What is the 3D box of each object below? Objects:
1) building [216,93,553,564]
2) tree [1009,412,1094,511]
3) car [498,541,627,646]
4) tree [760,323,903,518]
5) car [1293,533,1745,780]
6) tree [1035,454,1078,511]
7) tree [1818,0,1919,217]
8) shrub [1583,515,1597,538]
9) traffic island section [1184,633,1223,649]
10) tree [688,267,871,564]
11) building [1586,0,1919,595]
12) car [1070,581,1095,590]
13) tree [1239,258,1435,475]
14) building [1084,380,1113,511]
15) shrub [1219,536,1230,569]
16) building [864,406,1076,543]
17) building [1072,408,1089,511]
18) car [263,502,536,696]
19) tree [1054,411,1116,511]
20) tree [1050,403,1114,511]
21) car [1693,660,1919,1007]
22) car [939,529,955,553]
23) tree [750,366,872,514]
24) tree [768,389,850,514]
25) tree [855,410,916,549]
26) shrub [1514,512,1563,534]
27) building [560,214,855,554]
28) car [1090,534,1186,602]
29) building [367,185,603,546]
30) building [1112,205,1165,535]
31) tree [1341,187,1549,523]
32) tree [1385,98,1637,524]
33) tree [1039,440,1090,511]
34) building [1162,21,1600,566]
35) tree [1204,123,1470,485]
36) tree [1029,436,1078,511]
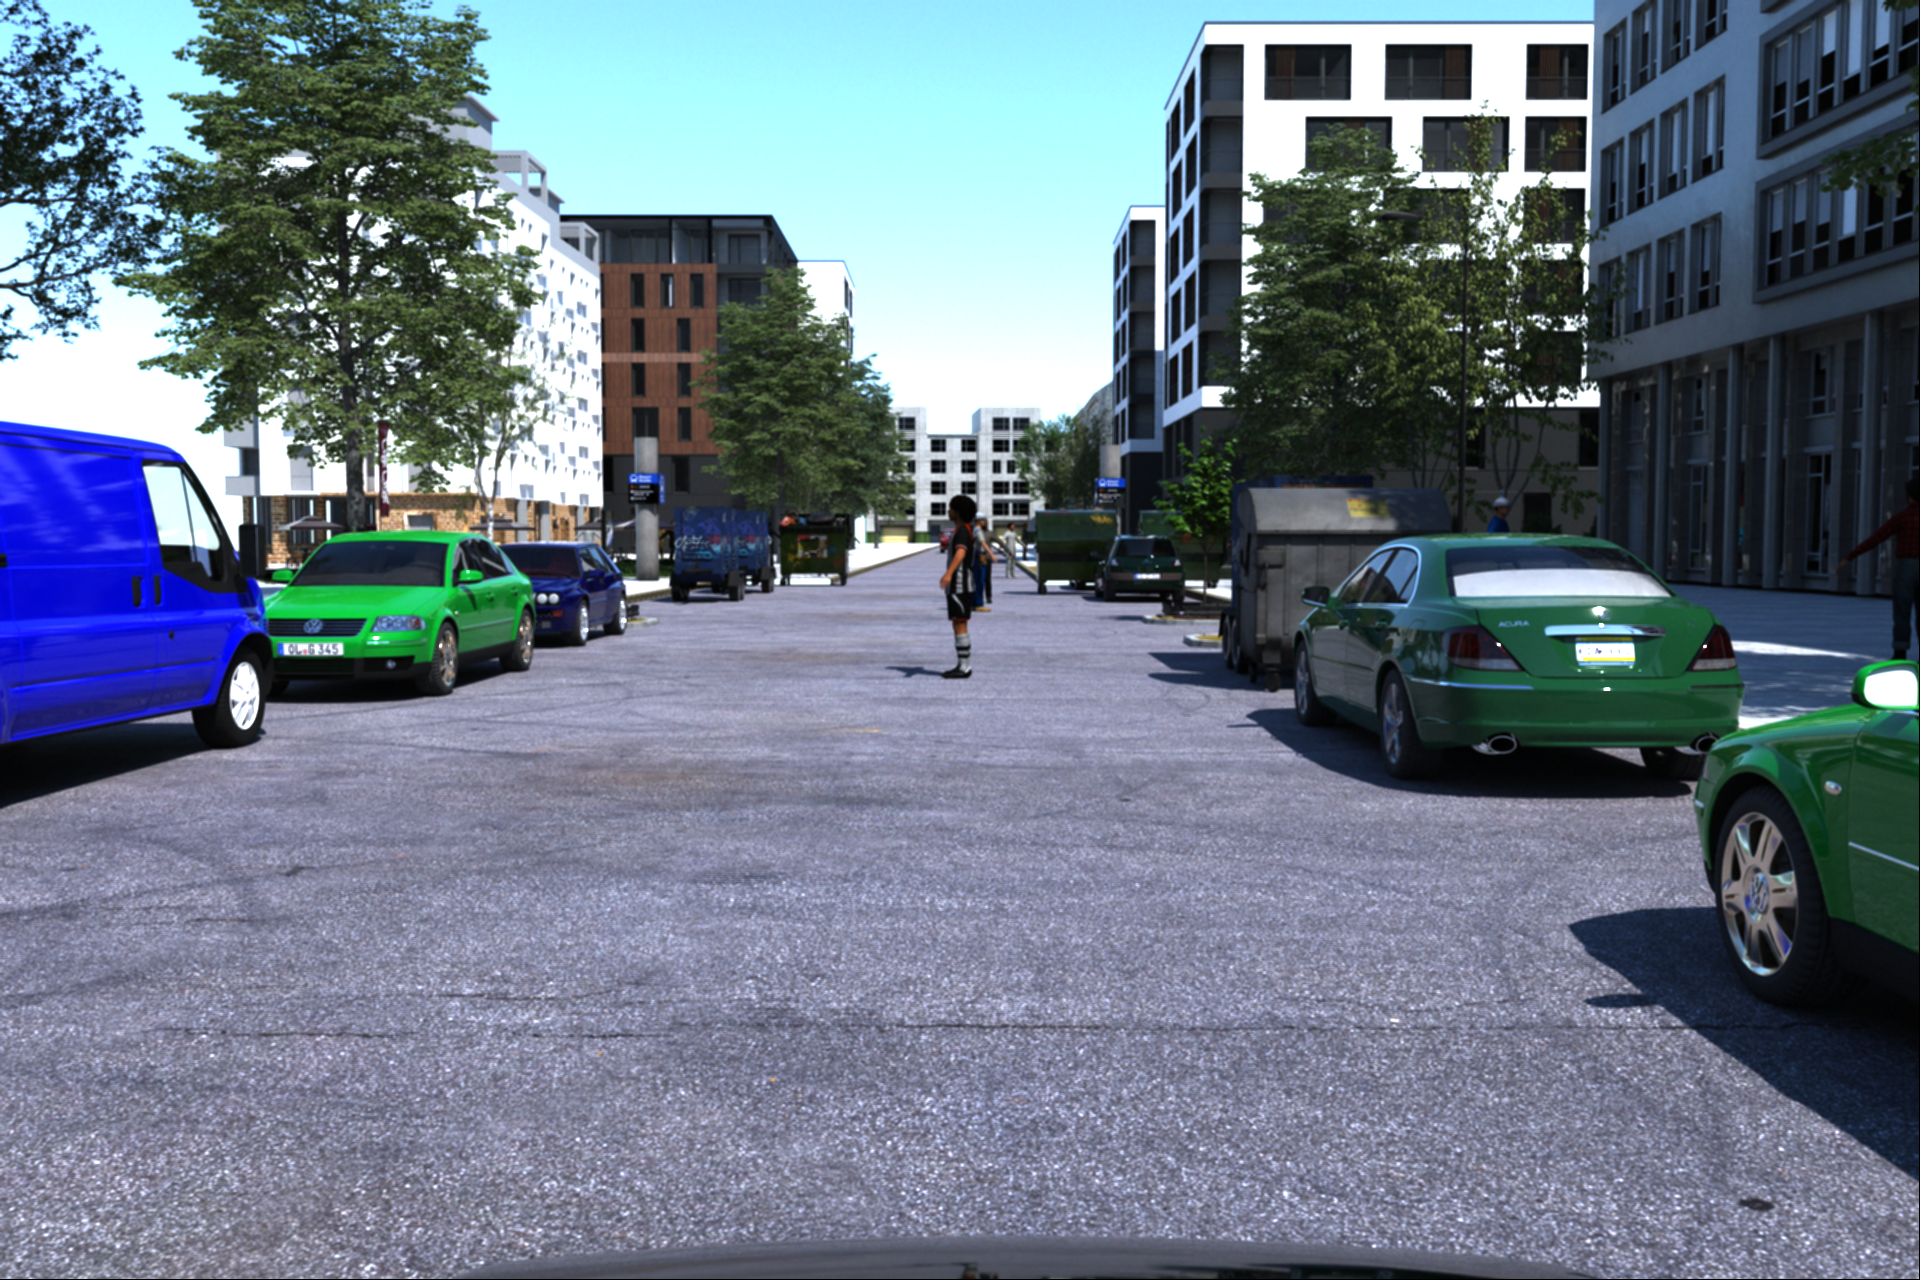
[{"bbox_3d":[-26.035,-13.423,75.888,16.016,20.090,11.380,0,4,1],"label":"building"},{"bbox_3d":[7.958,-13.503,146.523,9.928,11.665,9.643,0,3,0],"label":"tree"},{"bbox_3d":[-5.649,-0.658,23.333,1.945,1.354,3.894,0,4,0],"label":"car"},{"bbox_3d":[-7.799,-12.082,104.203,9.857,13.997,8.962,0,3,0],"label":"tree"},{"bbox_3d":[3.449,0.016,11.537,2.131,1.459,4.920,0,4,0],"label":"car"},{"bbox_3d":[7.976,-12.508,154.865,4.360,8.622,3.978,0,3,0],"label":"tree"},{"bbox_3d":[9.350,-5.686,11.100,7.486,12.596,7.792,0,3,0],"label":"tree"},{"bbox_3d":[19.657,-2.960,52.807,1.690,2.028,1.600,0,3,0],"label":"shrub"},{"bbox_3d":[3.942,0.022,22.509,1.991,0.108,1.994,0,4,1],"label":"traffic island section"},{"bbox_3d":[-7.600,-9.498,73.418,7.486,12.596,7.792,0,3,0],"label":"tree"},{"bbox_3d":[26.275,-13.456,27.605,19.016,26.051,41.698,0,4,1],"label":"building"},{"bbox_3d":[3.882,-2.028,45.520,2.083,1.381,4.827,0,4,1],"label":"car"},{"bbox_3d":[14.053,-8.501,64.741,9.928,11.665,9.643,0,3,0],"label":"tree"},{"bbox_3d":[24.249,-22.358,196.482,19.493,23.208,18.063,0,4,1],"label":"building"},{"bbox_3d":[8.105,-3.226,57.160,1.690,2.028,1.600,0,3,0],"label":"shrub"},{"bbox_3d":[2.244,-23.100,246.605,31.486,18.905,16.747,0,4,-4],"label":"building"},{"bbox_3d":[24.428,-23.828,220.508,19.493,23.208,18.063,0,4,0],"label":"building"},{"bbox_3d":[-5.408,-0.485,16.733,1.959,1.807,4.718,0,3,0],"label":"car"},{"bbox_3d":[7.618,-9.408,104.179,4.737,8.622,4.395,0,3,0],"label":"tree"},{"bbox_3d":[7.297,-8.958,96.824,4.360,8.622,3.978,0,3,0],"label":"tree"},{"bbox_3d":[3.315,0.299,3.901,1.959,1.807,4.718,0,4,0],"label":"car"},{"bbox_3d":[-0.467,-7.516,131.560,2.281,1.827,5.304,0,4,0],"label":"car"},{"bbox_3d":[-8.394,-9.728,93.471,7.601,10.594,8.767,-1,4,-20],"label":"tree"},{"bbox_3d":[-7.656,-8.174,84.006,4.360,8.622,3.978,0,3,0],"label":"tree"},{"bbox_3d":[-7.757,-14.278,151.570,7.486,12.596,7.792,0,3,0],"label":"tree"},{"bbox_3d":[19.126,-3.257,57.290,1.661,2.075,1.752,0,3,0],"label":"shrub"},{"bbox_3d":[-22.586,-17.331,127.334,27.936,21.610,32.646,0,4,0],"label":"building"},{"bbox_3d":[3.894,-1.719,37.895,2.009,1.686,4.222,0,4,0],"label":"car"},{"bbox_3d":[-27.484,-14.614,95.360,16.016,20.090,11.380,0,4,1],"label":"building"},{"bbox_3d":[24.689,-17.136,124.141,27.936,21.610,32.646,0,4,1],"label":"building"},{"bbox_3d":[10.062,-5.303,37.075,4.737,8.622,4.395,0,3,0],"label":"tree"},{"bbox_3d":[9.319,-4.836,29.430,4.737,8.622,4.395,0,3,0],"label":"tree"},{"bbox_3d":[8.118,-11.228,133.933,4.360,8.622,3.978,0,3,0],"label":"tree"},{"bbox_3d":[23.750,-14.785,85.715,27.936,21.610,32.646,0,4,0],"label":"building"},{"bbox_3d":[10.709,-7.958,48.233,7.486,12.596,7.792,0,3,0],"label":"tree"},{"bbox_3d":[7.362,-10.836,127.529,4.360,8.622,3.978,0,3,0],"label":"tree"}]
